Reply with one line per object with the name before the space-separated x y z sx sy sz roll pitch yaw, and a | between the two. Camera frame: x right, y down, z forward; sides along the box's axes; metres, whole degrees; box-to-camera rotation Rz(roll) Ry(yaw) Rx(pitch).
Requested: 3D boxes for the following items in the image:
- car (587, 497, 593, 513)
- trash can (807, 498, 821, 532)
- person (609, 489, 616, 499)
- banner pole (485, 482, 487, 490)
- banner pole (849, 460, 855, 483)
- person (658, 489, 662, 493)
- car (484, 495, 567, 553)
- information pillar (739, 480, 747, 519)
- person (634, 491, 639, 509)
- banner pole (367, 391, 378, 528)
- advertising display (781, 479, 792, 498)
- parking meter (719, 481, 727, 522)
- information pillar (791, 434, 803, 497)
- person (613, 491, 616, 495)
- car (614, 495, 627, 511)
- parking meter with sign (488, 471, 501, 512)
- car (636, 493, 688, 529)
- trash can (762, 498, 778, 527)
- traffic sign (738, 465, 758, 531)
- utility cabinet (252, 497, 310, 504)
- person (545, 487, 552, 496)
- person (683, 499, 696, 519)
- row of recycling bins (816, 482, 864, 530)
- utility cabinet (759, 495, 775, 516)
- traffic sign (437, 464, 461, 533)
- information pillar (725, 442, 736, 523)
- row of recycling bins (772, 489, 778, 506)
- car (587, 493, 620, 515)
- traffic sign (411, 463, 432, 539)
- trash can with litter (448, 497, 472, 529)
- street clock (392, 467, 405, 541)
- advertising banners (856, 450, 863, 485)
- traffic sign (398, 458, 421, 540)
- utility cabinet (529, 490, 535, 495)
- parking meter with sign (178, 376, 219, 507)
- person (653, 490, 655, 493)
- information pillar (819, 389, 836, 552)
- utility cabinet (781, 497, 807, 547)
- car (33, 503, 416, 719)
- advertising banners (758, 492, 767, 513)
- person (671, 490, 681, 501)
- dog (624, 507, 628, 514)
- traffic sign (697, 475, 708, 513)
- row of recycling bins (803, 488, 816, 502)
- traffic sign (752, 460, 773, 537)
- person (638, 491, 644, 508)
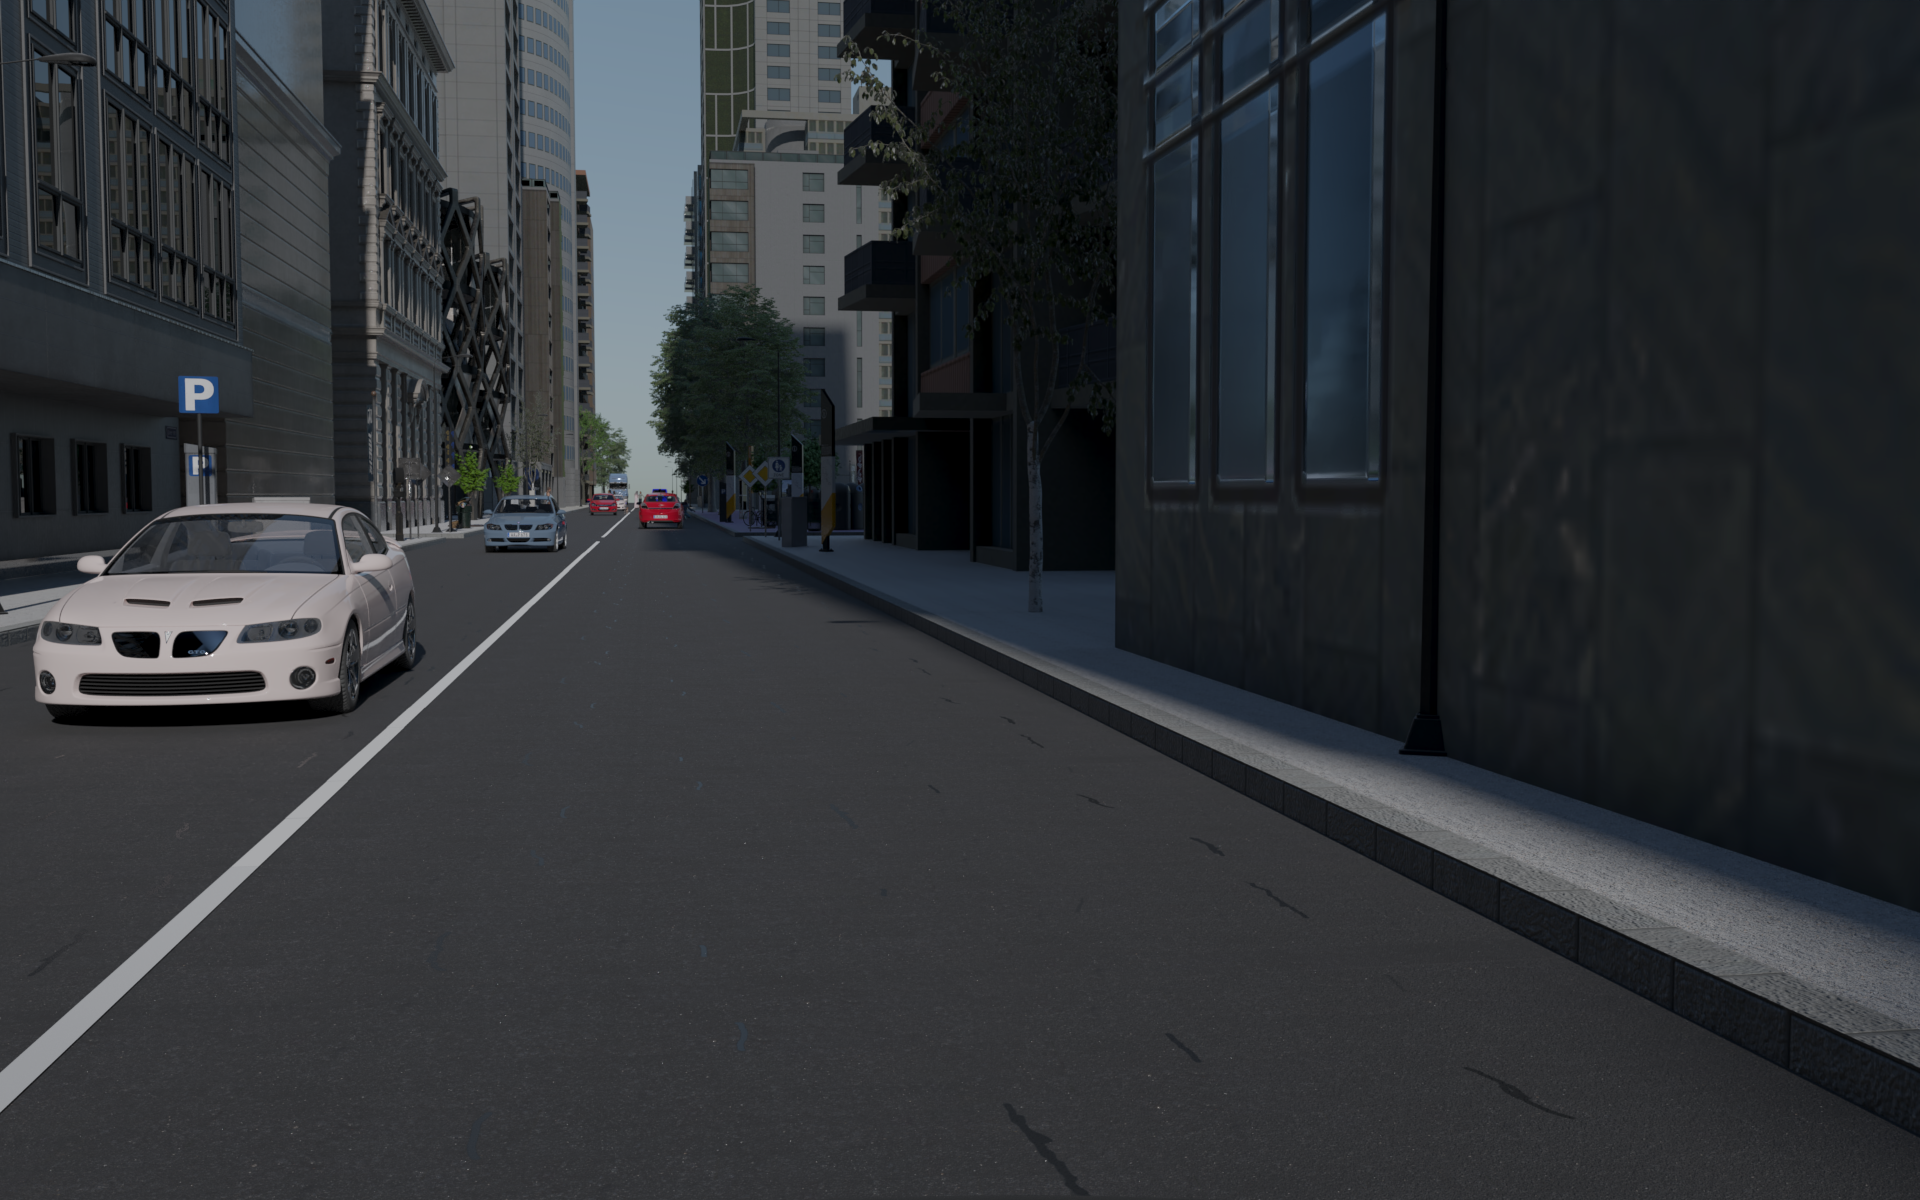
car | -28.001 -7.478 134.849 1.945 1.354 3.894 -1 4 -11
trash can | -4.991 -2.922 59.431 0.748 1.137 0.748 0 3 0
person | -29.323 -8.348 145.005 1.348 1.822 0.705 -3 5 -44
banner pole | -32.173 -7.757 116.851 0.863 3.779 0.401 3 5 44
banner pole | -8.026 -8.481 128.679 0.401 3.779 0.863 2 4 34
person | -24.259 -8.072 140.114 1.348 1.869 0.705 0 4 2
car | -10.991 -1.956 43.983 2.014 1.417 4.499 -1 4 -8
information pillar | -11.112 -5.150 88.688 0.304 2.012 0.304 -3 5 -44
person | -31.483 -9.755 168.660 0.551 1.740 0.621 3 5 39
banner pole | -14.366 -3.202 42.366 0.401 3.779 0.863 -2 4 -34
advertising display | -7.282 -4.226 74.314 0.974 1.923 0.123 -3 4 -37
parking meter | -10.847 -4.517 79.559 0.399 1.863 0.255 0 4 -6
information pillar | -6.397 -4.688 67.997 0.504 3.616 0.183 1 4 19
person | -31.689 -9.152 158.953 1.217 1.723 0.721 1 4 14
car | -29.710 -8.366 149.146 2.083 1.381 4.827 -1 4 -9
parking meter with sign | -33.275 -7.848 124.579 0.543 3.016 1.738 -3 5 -41
car | -12.508 -3.890 72.639 2.155 1.783 4.494 -1 4 -8
trash can | -7.312 -3.365 66.677 0.748 1.137 0.748 0 3 0
traffic sign | -7.195 -3.408 59.356 0.795 2.450 0.064 -1 4 -10
utility cabinet | -13.176 -1.375 33.651 1.020 1.237 0.306 -2 4 -30
person | -21.691 -5.054 91.234 0.778 1.811 0.616 -1 4 -19
person | -15.633 -5.161 98.383 1.012 1.151 0.738 2 4 25
row of recycling bins | -3.652 -3.397 62.649 1.069 1.692 3.534 2 4 31
utility cabinet | -11.477 -5.608 102.856 0.306 1.237 1.020 3 5 44
traffic sign | -16.988 -3.302 57.630 0.795 2.450 0.064 -1 4 -10
information pillar | -10.254 -5.264 77.415 0.504 3.616 0.183 2 4 35
row of recycling bins | -13.516 -7.715 133.246 1.069 1.692 3.534 -2 4 -31
car | -24.165 -6.628 117.406 2.155 1.783 4.494 -1 4 -12
traffic sign | -15.580 -2.821 49.769 0.795 2.450 0.064 -1 4 -10
trash can with litter | -18.651 -3.246 64.452 1.055 1.170 0.624 2 4 32
street clock | -15.264 -2.603 47.122 0.358 2.002 0.471 -2 4 -29
advertising banners | -3.549 -4.401 68.141 0.090 3.025 2.074 -2 4 -35
traffic sign | -15.465 -2.848 48.696 0.606 2.300 0.079 -1 4 -10
utility cabinet | -25.333 -5.743 102.570 0.318 1.500 1.173 -1 4 -12
parking meter with sign | -11.564 -1.848 26.468 0.543 3.016 1.738 -1 4 -21
person | -25.084 -8.147 142.227 1.217 1.766 0.721 -2 4 -26
information pillar | -2.926 -2.874 38.341 0.183 3.616 0.504 -3 4 -36
utility cabinet | -4.054 -1.907 42.337 0.306 1.237 1.020 1 4 16
car | -5.147 -0.018 12.657 2.083 1.381 4.827 -1 4 -10
advertising banners | -13.333 -7.299 115.527 0.090 3.025 2.074 1 4 19
person | -22.420 -7.707 135.226 1.217 1.735 0.721 -1 4 -18
dog | -23.739 -6.362 123.309 0.540 0.507 0.406 1 4 22
traffic sign | -17.282 -7.104 116.252 0.768 2.556 0.104 0 4 -7
row of recycling bins | -10.792 -7.132 123.714 3.534 1.692 1.069 2 4 28
traffic sign | -5.788 -2.927 51.496 0.795 2.450 0.064 -1 4 -10
person | -34.089 -10.715 184.482 1.217 1.735 0.721 2 4 26
